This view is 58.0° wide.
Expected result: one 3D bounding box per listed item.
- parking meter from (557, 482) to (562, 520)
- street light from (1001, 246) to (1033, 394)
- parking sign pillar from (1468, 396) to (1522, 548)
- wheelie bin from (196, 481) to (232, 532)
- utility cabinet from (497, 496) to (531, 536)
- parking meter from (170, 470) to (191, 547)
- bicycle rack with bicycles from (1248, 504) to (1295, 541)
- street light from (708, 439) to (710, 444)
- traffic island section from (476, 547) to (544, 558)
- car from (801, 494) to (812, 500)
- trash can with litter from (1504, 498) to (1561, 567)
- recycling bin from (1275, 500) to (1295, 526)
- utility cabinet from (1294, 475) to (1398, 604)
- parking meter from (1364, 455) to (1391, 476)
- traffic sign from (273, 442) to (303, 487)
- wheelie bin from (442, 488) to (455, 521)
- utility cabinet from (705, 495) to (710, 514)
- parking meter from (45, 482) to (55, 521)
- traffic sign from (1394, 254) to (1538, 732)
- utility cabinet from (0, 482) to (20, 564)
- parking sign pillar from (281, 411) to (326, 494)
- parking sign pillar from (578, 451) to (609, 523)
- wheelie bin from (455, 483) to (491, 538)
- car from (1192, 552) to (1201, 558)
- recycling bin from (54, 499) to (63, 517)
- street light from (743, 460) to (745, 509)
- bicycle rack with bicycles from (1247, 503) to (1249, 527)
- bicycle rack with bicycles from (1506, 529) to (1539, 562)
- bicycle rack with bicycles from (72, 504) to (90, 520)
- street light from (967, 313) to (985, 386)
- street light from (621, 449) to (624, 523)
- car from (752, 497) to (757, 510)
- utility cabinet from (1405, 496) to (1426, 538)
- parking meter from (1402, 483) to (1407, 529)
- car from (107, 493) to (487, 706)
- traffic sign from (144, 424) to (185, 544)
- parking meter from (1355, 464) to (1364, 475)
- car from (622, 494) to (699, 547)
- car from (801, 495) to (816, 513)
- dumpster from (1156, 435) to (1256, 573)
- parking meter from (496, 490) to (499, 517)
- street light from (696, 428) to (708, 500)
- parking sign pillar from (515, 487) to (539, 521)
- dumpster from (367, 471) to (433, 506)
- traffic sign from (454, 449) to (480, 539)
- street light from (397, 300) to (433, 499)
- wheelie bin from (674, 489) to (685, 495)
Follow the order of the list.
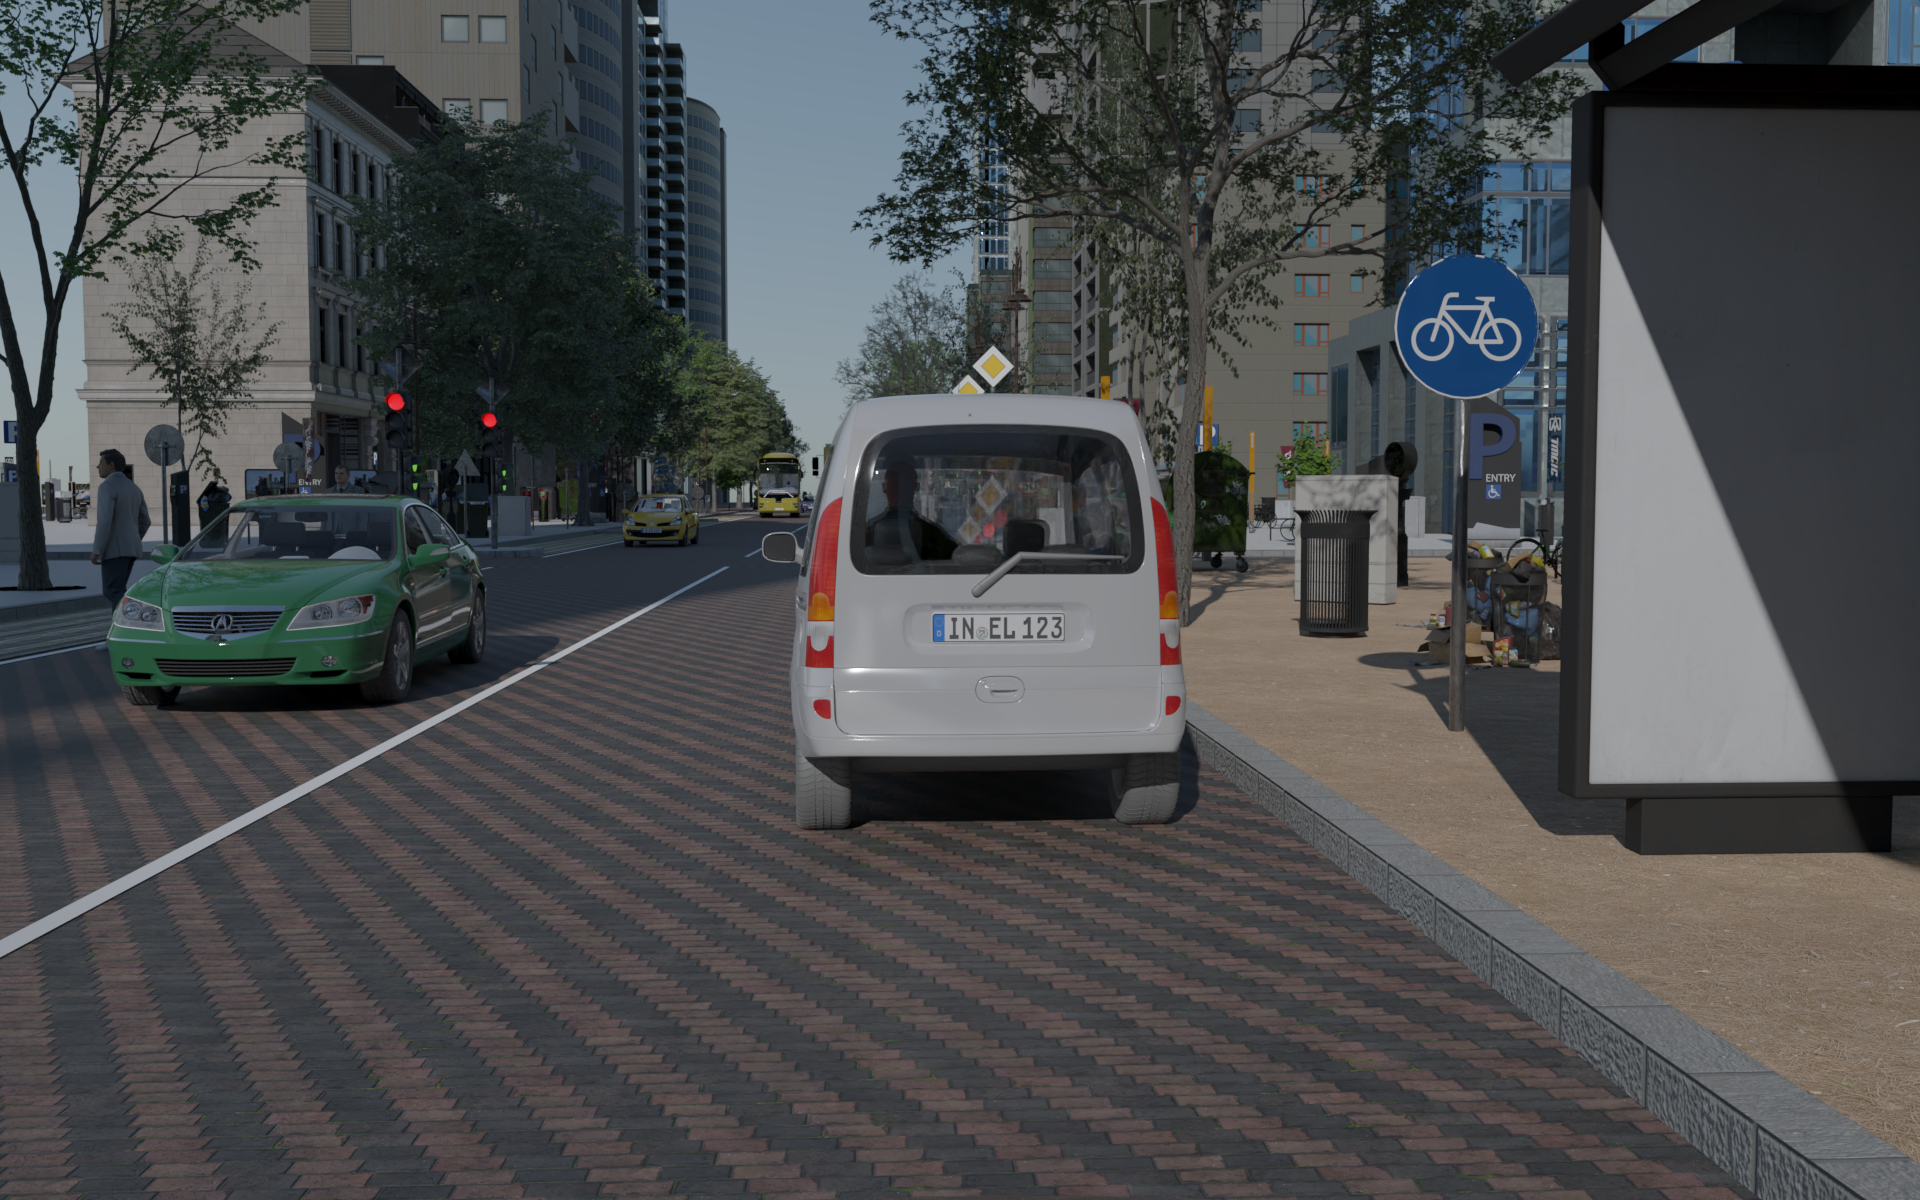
[{"bbox_3d":[-20.067,-4.963,86.850,0.255,1.863,0.399,-1,4,-8],"label":"parking meter"},{"bbox_3d":[1.061,-3.653,32.510,0.468,5.910,1.993,0,4,-3],"label":"street light"},{"bbox_3d":[12.840,-3.261,41.783,1.447,3.967,1.447,0,4,7],"label":"parking sign pillar"},{"bbox_3d":[-17.776,-2.044,41.327,0.693,1.594,0.980,-1,4,-10],"label":"wheelie bin"},{"bbox_3d":[-13.671,-2.568,53.152,1.020,1.237,0.306,1,4,20],"label":"utility cabinet"},{"bbox_3d":[-18.933,-2.223,42.056,0.255,1.863,0.399,2,4,33],"label":"parking meter"},{"bbox_3d":[9.857,-2.062,47.101,2.925,0.926,2.852,-1,4,-16],"label":"bicycle rack with bicycles"},{"bbox_3d":[-17.103,-8.813,116.886,0.468,5.910,1.993,0,4,-3],"label":"street light"},{"bbox_3d":[-10.862,-1.105,40.344,2.009,0.180,2.903,0,4,-3],"label":"traffic island section"},{"bbox_3d":[-22.308,-14.965,254.894,2.015,1.641,3.980,0,4,-4],"label":"car"},{"bbox_3d":[10.612,-1.251,31.516,1.678,1.210,2.233,1,4,13],"label":"trash can with litter"},{"bbox_3d":[13.152,-3.490,69.614,0.722,1.027,0.722,-3,5,-44],"label":"recycling bin"},{"bbox_3d":[4.540,-0.715,20.365,1.173,1.500,0.318,3,5,40],"label":"utility cabinet"},{"bbox_3d":[6.295,-1.235,25.903,0.255,1.863,0.399,-1,4,-19],"label":"parking meter"},{"bbox_3d":[-16.357,-2.574,42.198,0.768,2.556,0.104,0,4,2],"label":"traffic sign"},{"bbox_3d":[-16.205,-2.918,55.625,0.693,1.594,0.980,1,4,21],"label":"wheelie bin"},{"bbox_3d":[-16.555,-6.258,113.476,0.306,1.237,1.020,-1,4,-10],"label":"utility cabinet"},{"bbox_3d":[-43.175,-4.676,82.167,0.255,1.863,0.399,0,4,8],"label":"parking meter"},{"bbox_3d":[2.691,-0.563,9.305,0.768,2.556,0.104,0,4,0],"label":"traffic sign"},{"bbox_3d":[-17.423,-1.401,31.590,1.173,1.500,0.318,-2,4,-25],"label":"utility cabinet"},{"bbox_3d":[-21.428,-4.166,56.590,1.447,3.967,1.447,-1,4,-22],"label":"parking sign pillar"},{"bbox_3d":[-16.284,-5.386,76.536,1.447,3.967,1.447,2,4,33],"label":"parking sign pillar"},{"bbox_3d":[-14.130,-2.607,50.537,0.980,1.594,0.693,-1,4,-19],"label":"wheelie bin"},{"bbox_3d":[3.321,-1.713,36.811,4.718,1.807,1.959,0,4,-3],"label":"car"},{"bbox_3d":[-50.944,-5.192,97.439,0.722,1.027,0.722,3,5,45],"label":"recycling bin"},{"bbox_3d":[-19.009,-10.972,152.175,0.468,5.910,1.993,0,4,-3],"label":"street light"},{"bbox_3d":[10.591,-3.151,64.894,2.925,0.926,2.852,-1,4,-22],"label":"bicycle rack with bicycles"},{"bbox_3d":[9.505,-0.728,25.280,2.925,0.926,2.852,1,4,17],"label":"bicycle rack with bicycles"},{"bbox_3d":[-43.246,-4.511,87.140,2.925,0.926,2.852,-1,4,-13],"label":"bicycle rack with bicycles"},{"bbox_3d":[0.459,-4.383,44.444,0.468,5.910,1.993,0,4,-3],"label":"street light"},{"bbox_3d":[-14.890,-6.337,76.393,0.468,5.910,1.993,0,4,-3],"label":"street light"},{"bbox_3d":[-16.308,-8.308,144.624,1.959,1.807,4.718,0,4,-2],"label":"car"},{"bbox_3d":[13.161,-2.424,50.801,0.306,1.237,1.020,-2,4,-34],"label":"utility cabinet"},{"bbox_3d":[6.177,-1.000,24.768,0.372,1.533,0.369,0,3,0],"label":"parking meter"},{"bbox_3d":[-4.869,-0.092,13.306,2.131,1.459,4.920,0,4,-5],"label":"car"},{"bbox_3d":[-14.501,-1.924,31.569,0.768,2.556,0.104,0,4,5],"label":"traffic sign"},{"bbox_3d":[7.120,-1.512,30.430,0.399,1.863,0.255,1,4,23],"label":"parking meter"},{"bbox_3d":[-8.309,-2.325,48.242,2.015,1.641,3.980,0,4,-2],"label":"car"},{"bbox_3d":[-11.236,-7.267,131.398,1.945,1.354,3.894,0,4,-5],"label":"car"},{"bbox_3d":[4.041,-1.623,29.027,1.502,2.255,1.985,0,4,-3],"label":"dumpster"},{"bbox_3d":[-25.859,-5.411,96.887,0.372,1.533,0.369,0,3,0],"label":"parking meter"},{"bbox_3d":[-16.753,-8.480,111.432,0.468,5.910,1.993,0,4,-3],"label":"street light"},{"bbox_3d":[-20.949,-5.812,83.500,1.447,3.967,1.447,2,4,28],"label":"parking sign pillar"},{"bbox_3d":[-14.353,-2.363,44.397,1.264,1.857,1.865,0,4,-3],"label":"dumpster"},{"bbox_3d":[-14.216,-3.044,49.768,0.884,2.594,0.081,0,4,4],"label":"traffic sign"},{"bbox_3d":[-12.965,-4.194,41.358,0.468,5.910,1.993,0,4,-3],"label":"street light"},{"bbox_3d":[-16.193,-5.612,99.667,0.693,1.594,0.980,-2,4,-28],"label":"wheelie bin"}]
